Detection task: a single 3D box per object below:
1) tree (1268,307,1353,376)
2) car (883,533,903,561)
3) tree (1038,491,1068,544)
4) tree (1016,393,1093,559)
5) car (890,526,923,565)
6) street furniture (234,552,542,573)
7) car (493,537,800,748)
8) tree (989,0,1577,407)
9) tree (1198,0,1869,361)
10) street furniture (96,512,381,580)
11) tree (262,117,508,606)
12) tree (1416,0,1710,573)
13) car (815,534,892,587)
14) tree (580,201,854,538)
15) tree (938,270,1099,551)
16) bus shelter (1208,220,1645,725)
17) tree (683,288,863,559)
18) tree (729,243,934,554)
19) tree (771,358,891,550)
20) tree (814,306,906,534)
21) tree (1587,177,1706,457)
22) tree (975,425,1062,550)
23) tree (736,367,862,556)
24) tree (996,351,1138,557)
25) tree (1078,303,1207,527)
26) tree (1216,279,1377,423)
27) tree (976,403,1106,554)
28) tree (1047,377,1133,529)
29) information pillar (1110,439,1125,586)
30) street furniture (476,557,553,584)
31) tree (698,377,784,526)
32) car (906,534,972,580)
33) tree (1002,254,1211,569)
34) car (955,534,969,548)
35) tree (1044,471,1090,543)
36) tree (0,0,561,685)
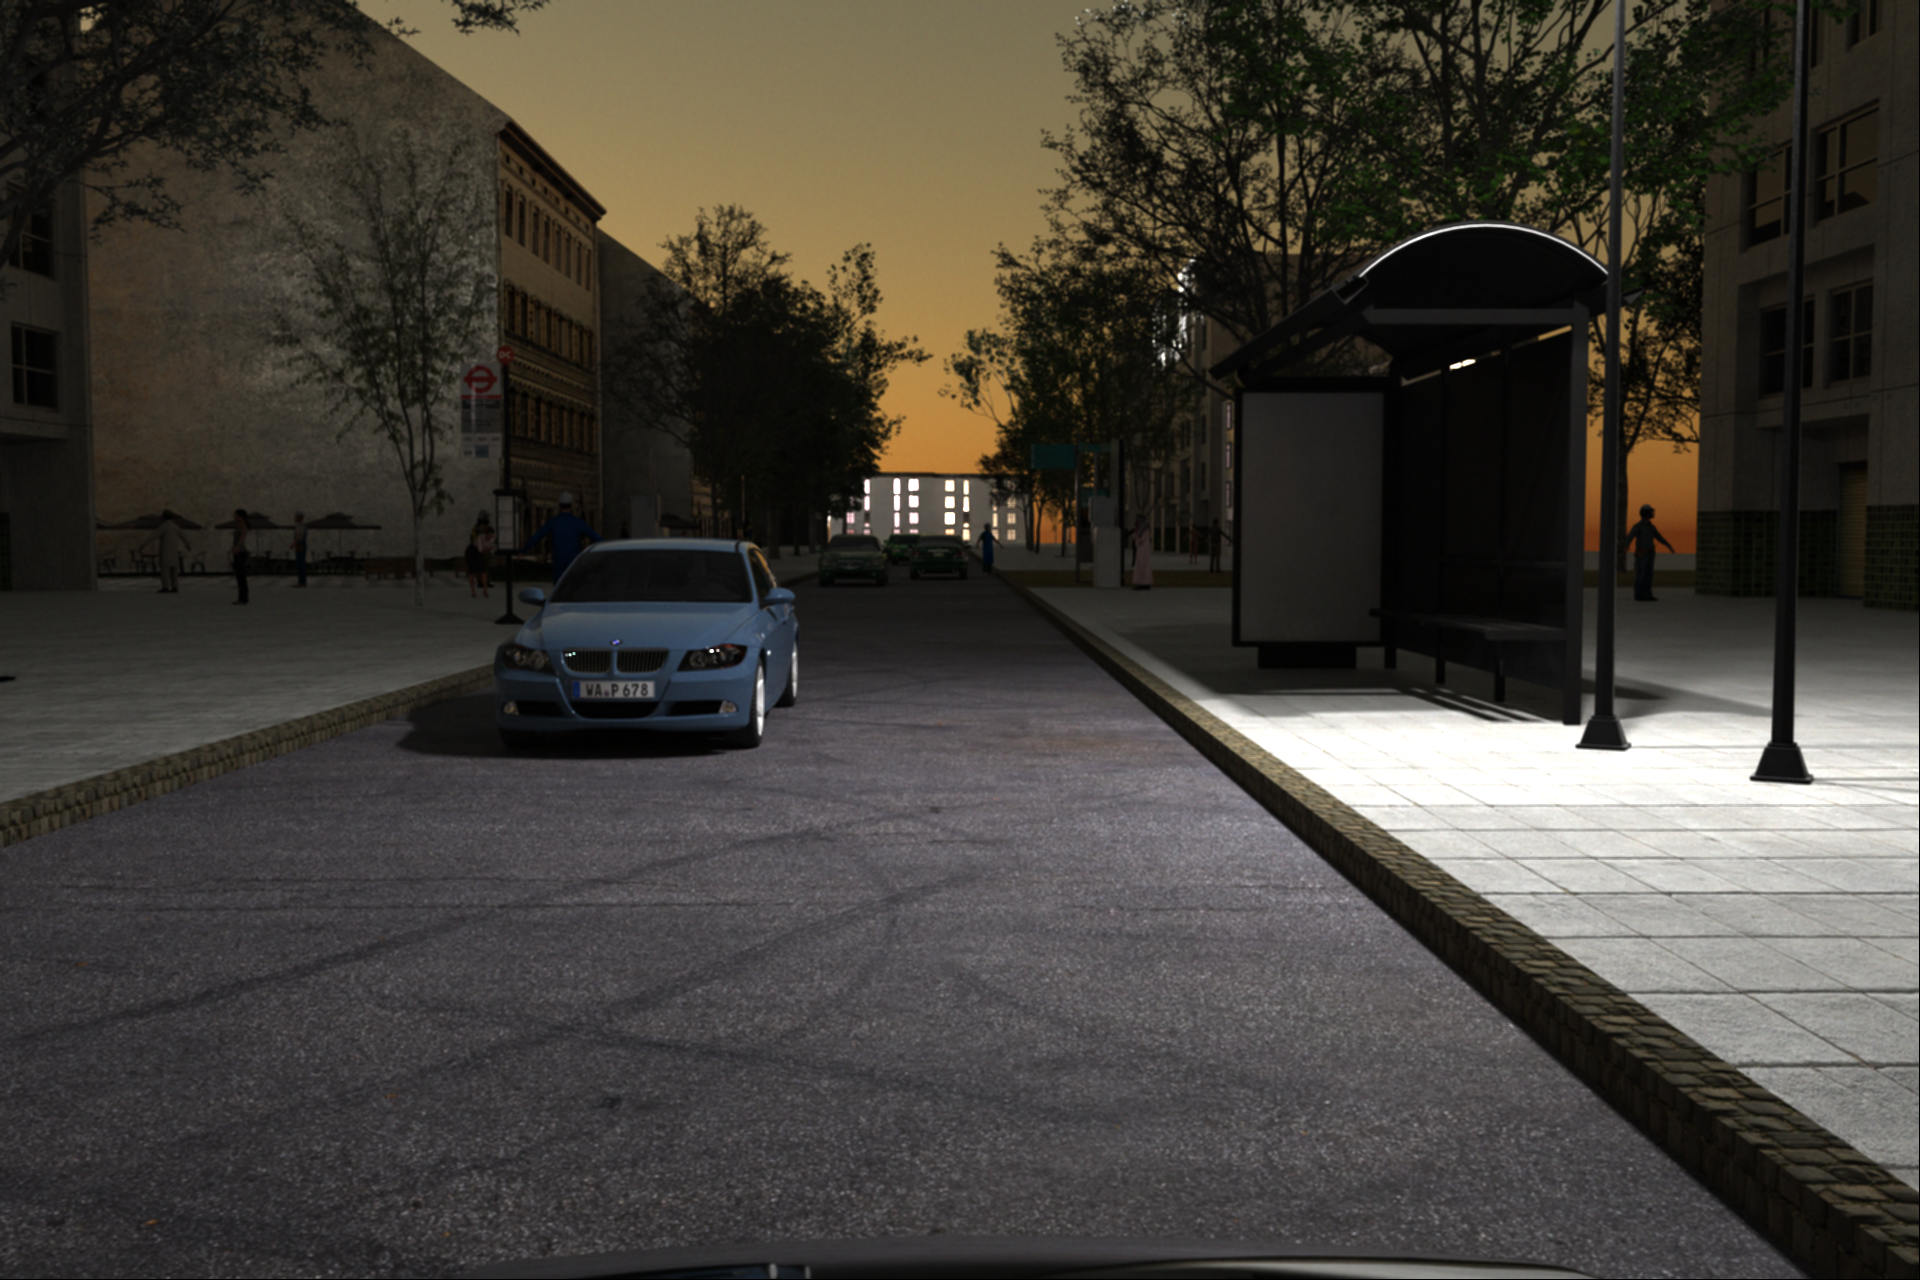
[{"bbox_3d":[11.058,-6.448,55.788,4.737,8.622,4.395,0,3,0],"label":"tree"},{"bbox_3d":[-3.128,-5.176,93.431,1.959,1.807,4.718,0,3,0],"label":"car"},{"bbox_3d":[13.059,-17.225,231.986,4.360,8.622,3.978,0,3,0],"label":"tree"},{"bbox_3d":[5.255,-8.470,88.850,4.737,8.622,4.395,0,3,0],"label":"tree"},{"bbox_3d":[-2.309,-4.447,81.503,1.959,1.807,4.718,0,4,0],"label":"car"},{"bbox_3d":[-19.267,-2.679,59.421,10.072,0.657,5.734,0,4,-7],"label":"street furniture"},{"bbox_3d":[-2.216,-0.070,13.144,2.014,1.417,4.499,0,4,-1],"label":"car"},{"bbox_3d":[6.054,-7.462,32.367,12.009,13.543,11.850,0,3,0],"label":"tree"},{"bbox_3d":[6.429,-5.800,20.593,9.928,11.665,9.643,0,3,0],"label":"tree"},{"bbox_3d":[-31.380,-2.644,48.265,27.439,1.986,14.083,0,4,-4],"label":"street furniture"},{"bbox_3d":[-9.479,-4.922,30.835,4.360,8.622,3.978,0,3,0],"label":"tree"},{"bbox_3d":[20.966,-12.209,55.514,12.611,20.169,13.585,0,3,0],"label":"tree"},{"bbox_3d":[-2.965,-2.260,48.746,2.131,1.459,4.920,0,4,-1],"label":"car"},{"bbox_3d":[-8.939,-9.369,63.548,12.009,13.543,11.850,0,3,0],"label":"tree"},{"bbox_3d":[4.758,-16.595,127.210,12.611,20.169,13.585,0,3,0],"label":"tree"},{"bbox_3d":[3.394,-1.227,13.978,2.014,3.302,5.546,0,3,0],"label":"bus shelter"},{"bbox_3d":[-9.606,-11.108,88.269,9.857,13.997,8.962,0,3,0],"label":"tree"},{"bbox_3d":[-8.484,-15.681,112.275,12.611,20.169,13.585,0,3,0],"label":"tree"},{"bbox_3d":[-9.978,-13.436,126.331,9.857,13.997,8.962,0,3,0],"label":"tree"},{"bbox_3d":[-10.744,-17.781,146.608,12.611,20.169,13.585,0,3,0],"label":"tree"},{"bbox_3d":[19.082,-6.694,43.853,7.601,10.594,8.767,1,4,8],"label":"tree"},{"bbox_3d":[5.359,-12.784,143.434,7.601,10.594,8.767,2,4,29],"label":"tree"},{"bbox_3d":[-9.454,-10.704,100.763,9.928,11.665,9.643,0,3,0],"label":"tree"},{"bbox_3d":[6.037,-10.473,96.981,9.928,11.665,9.643,0,3,0],"label":"tree"},{"bbox_3d":[5.810,-6.389,54.821,4.360,8.622,3.978,0,3,0],"label":"tree"},{"bbox_3d":[9.155,-5.999,48.452,4.737,8.622,4.395,0,3,0],"label":"tree"},{"bbox_3d":[5.191,-10.970,113.766,8.767,10.594,7.601,-1,4,-21],"label":"tree"},{"bbox_3d":[6.004,-7.769,77.386,4.737,8.622,4.395,0,3,0],"label":"tree"},{"bbox_3d":[3.945,-3.187,43.429,0.184,3.620,1.656,0,4,-2],"label":"information pillar"},{"bbox_3d":[-9.881,-1.976,47.927,5.734,0.657,10.072,0,4,2],"label":"street furniture"},{"bbox_3d":[-9.805,-7.877,79.150,4.737,8.622,4.395,0,3,0],"label":"tree"},{"bbox_3d":[-0.674,-2.689,55.760,2.131,1.459,4.920,0,4,0],"label":"car"},{"bbox_3d":[5.402,-8.443,63.795,9.928,11.665,9.643,0,3,0],"label":"tree"},{"bbox_3d":[-0.617,-4.670,88.160,2.131,1.459,4.920,0,3,0],"label":"car"},{"bbox_3d":[15.047,-19.178,239.313,9.928,11.665,9.643,0,3,0],"label":"tree"},{"bbox_3d":[-8.626,-6.367,14.463,12.009,13.543,11.850,0,3,0],"label":"tree"}]
